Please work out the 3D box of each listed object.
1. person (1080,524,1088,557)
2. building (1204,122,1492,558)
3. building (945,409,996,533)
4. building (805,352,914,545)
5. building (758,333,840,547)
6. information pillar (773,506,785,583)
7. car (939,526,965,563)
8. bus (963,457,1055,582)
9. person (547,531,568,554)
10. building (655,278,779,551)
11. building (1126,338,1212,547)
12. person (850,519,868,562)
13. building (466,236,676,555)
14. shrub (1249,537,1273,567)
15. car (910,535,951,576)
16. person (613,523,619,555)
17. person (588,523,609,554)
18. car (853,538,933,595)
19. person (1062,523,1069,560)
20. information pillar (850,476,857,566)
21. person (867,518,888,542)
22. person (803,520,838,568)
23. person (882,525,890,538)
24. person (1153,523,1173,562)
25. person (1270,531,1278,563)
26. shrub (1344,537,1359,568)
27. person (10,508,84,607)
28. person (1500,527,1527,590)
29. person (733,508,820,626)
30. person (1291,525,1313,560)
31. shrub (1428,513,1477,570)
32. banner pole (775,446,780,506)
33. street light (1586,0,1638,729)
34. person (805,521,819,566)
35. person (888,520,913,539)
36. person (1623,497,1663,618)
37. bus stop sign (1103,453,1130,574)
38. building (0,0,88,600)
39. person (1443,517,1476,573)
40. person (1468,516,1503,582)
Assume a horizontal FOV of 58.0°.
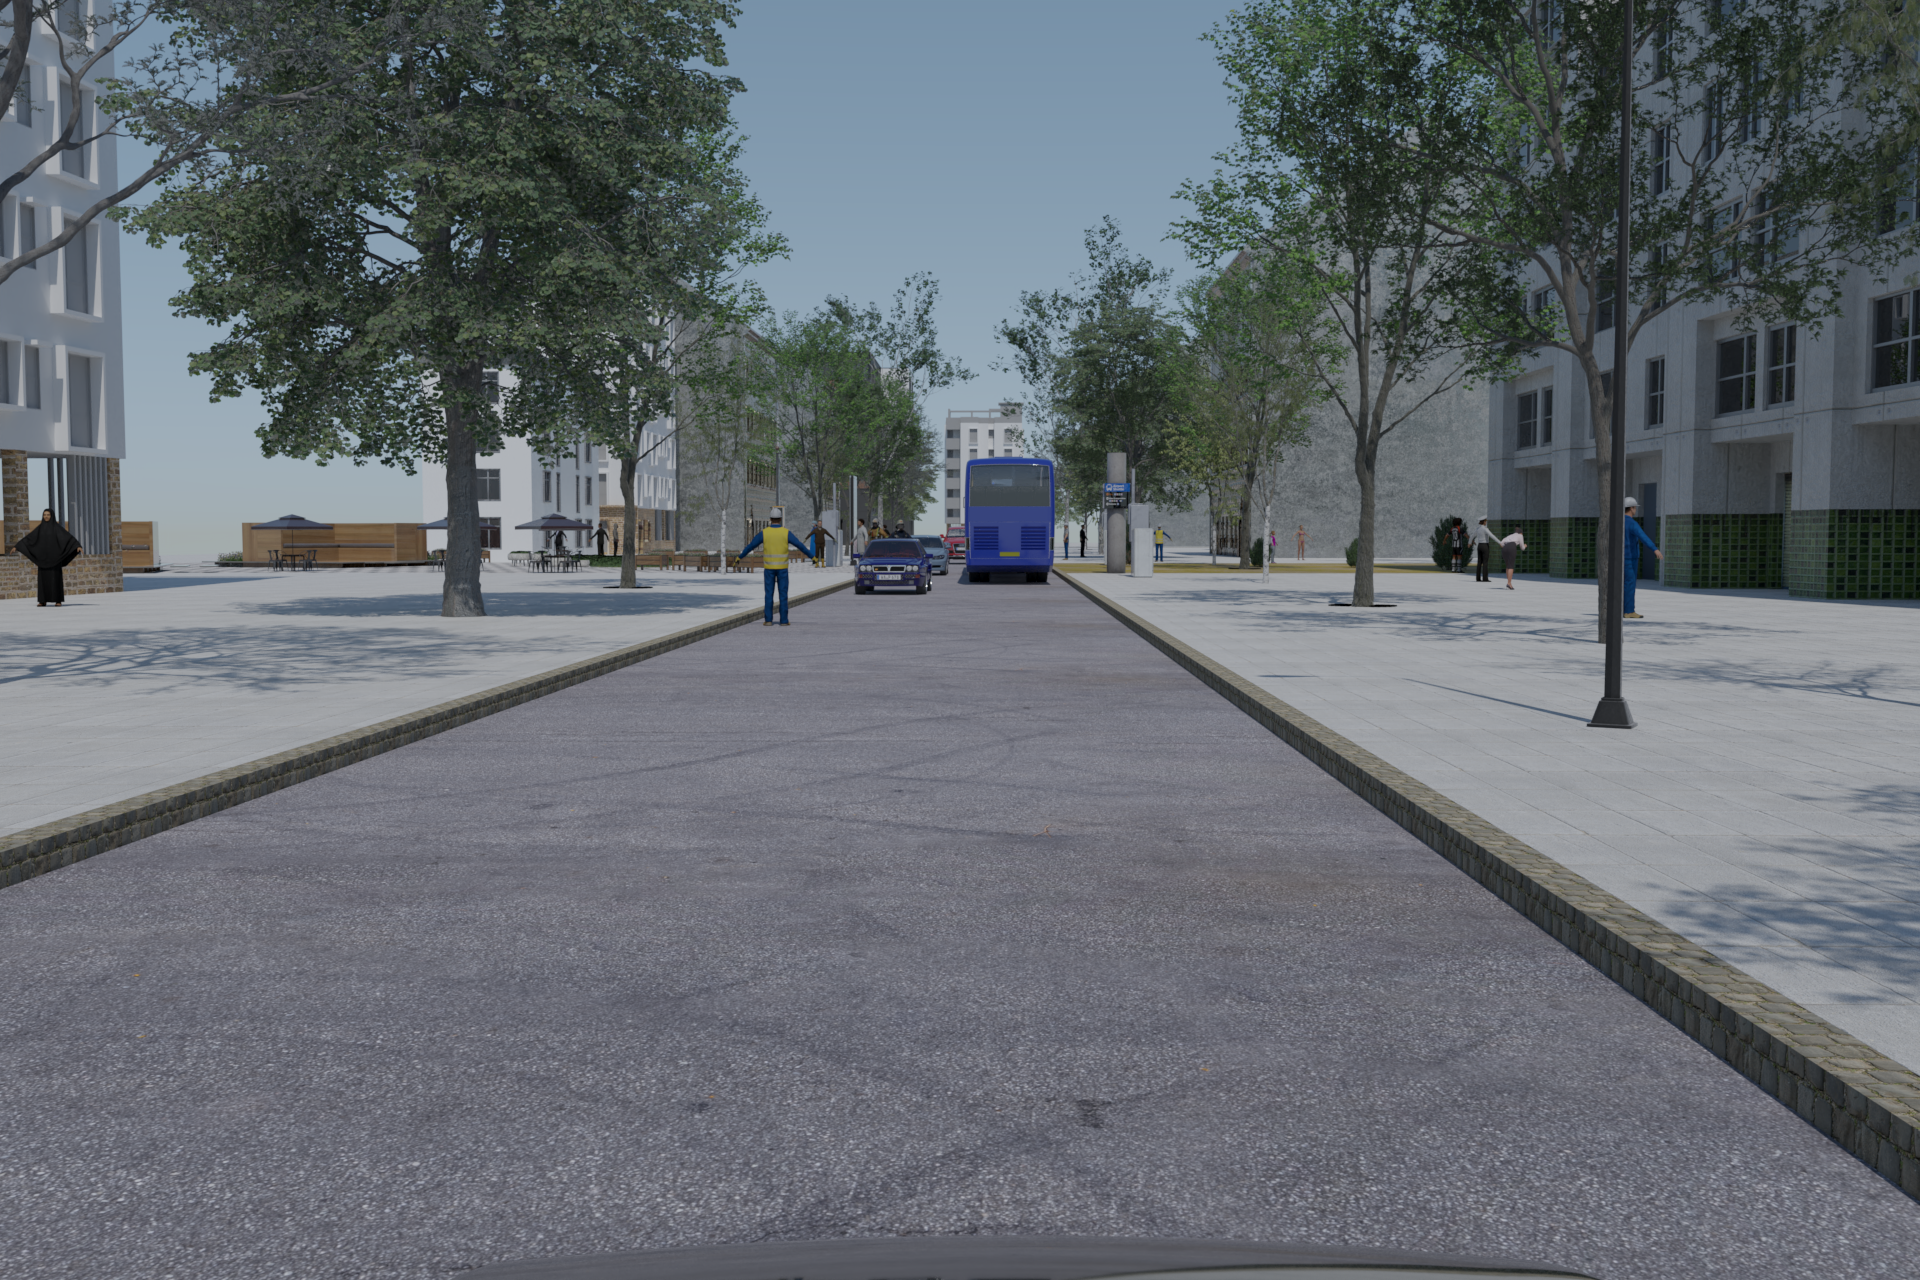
[{"bbox_3d":[6.821,-5.500,95.866,0.705,1.837,1.347,1,4,20],"label":"person"},{"bbox_3d":[24.894,-16.473,100.268,19.493,23.208,18.063,0,4,2],"label":"building"},{"bbox_3d":[-1.776,-24.042,251.971,11.380,20.090,16.016,0,4,-6],"label":"building"},{"bbox_3d":[-20.229,-22.422,210.569,27.936,21.610,32.646,0,4,1],"label":"building"},{"bbox_3d":[-22.714,-21.415,181.064,19.493,23.208,18.063,0,4,1],"label":"building"},{"bbox_3d":[-4.789,-2.530,45.862,0.304,2.012,0.304,0,4,0],"label":"information pillar"},{"bbox_3d":[0.165,-4.581,83.565,2.281,1.827,5.304,0,4,1],"label":"car"},{"bbox_3d":[1.473,-3.841,54.355,2.896,3.916,12.251,0,4,1],"label":"bus"},{"bbox_3d":[-18.743,-4.523,80.670,1.216,1.740,0.721,2,4,28],"label":"person"},{"bbox_3d":[-24.775,-18.674,136.253,19.493,23.208,18.063,0,4,2],"label":"building"},{"bbox_3d":[27.154,-21.515,182.691,19.493,23.208,18.063,0,4,1],"label":"building"},{"bbox_3d":[-3.417,-3.259,59.469,0.705,1.806,1.347,-2,4,-26],"label":"person"},{"bbox_3d":[-25.426,-15.512,110.046,16.016,20.090,11.380,0,4,1],"label":"building"},{"bbox_3d":[11.679,-3.437,67.308,1.383,1.207,1.383,0,3,0],"label":"shrub"},{"bbox_3d":[-1.296,-3.016,61.318,2.014,1.417,4.499,0,4,1],"label":"car"},{"bbox_3d":[-16.906,-4.837,85.212,0.705,1.813,1.348,-1,4,-9],"label":"person"},{"bbox_3d":[-17.076,-4.644,82.158,0.704,1.802,1.346,2,4,32],"label":"person"},{"bbox_3d":[-1.602,-1.816,42.278,1.945,1.354,3.894,0,4,2],"label":"car"},{"bbox_3d":[5.225,-4.884,85.713,0.705,1.847,1.347,0,4,4],"label":"person"},{"bbox_3d":[-4.332,-4.840,70.444,0.184,3.620,1.656,0,4,1],"label":"information pillar"},{"bbox_3d":[-3.069,-3.495,62.911,1.354,1.858,0.705,2,4,25],"label":"person"},{"bbox_3d":[-5.329,-3.657,65.924,1.346,1.812,0.704,-1,4,-13],"label":"person"},{"bbox_3d":[-4.196,-5.504,96.183,0.705,1.806,1.347,3,4,38],"label":"person"},{"bbox_3d":[9.168,-4.478,79.681,1.216,1.772,0.721,0,4,6],"label":"person"},{"bbox_3d":[13.797,-4.079,75.950,0.599,1.433,0.991,1,4,23],"label":"person"},{"bbox_3d":[15.058,-3.333,65.618,1.383,1.207,1.383,0,3,0],"label":"shrub"},{"bbox_3d":[-16.048,-1.449,30.473,1.214,1.737,0.721,0,4,-7],"label":"person"},{"bbox_3d":[12.796,-1.880,39.977,0.628,1.438,0.799,1,4,11],"label":"person"},{"bbox_3d":[-2.872,-1.140,27.061,1.349,1.833,0.705,0,4,-4],"label":"person"},{"bbox_3d":[16.703,-4.758,84.592,1.217,1.733,0.721,-1,4,-18],"label":"person"},{"bbox_3d":[17.497,-3.495,61.555,1.690,2.028,1.600,0,3,0],"label":"shrub"},{"bbox_3d":[-5.197,-3.644,49.604,0.401,3.779,0.863,0,4,1],"label":"banner pole"},{"bbox_3d":[4.895,-2.374,11.361,1.470,5.913,1.316,0,4,1],"label":"street light"},{"bbox_3d":[-5.873,-3.890,69.721,0.704,1.817,1.347,-2,4,-35],"label":"person"},{"bbox_3d":[-1.777,-2.661,51.748,1.354,1.856,0.705,-1,4,-14],"label":"person"},{"bbox_3d":[10.226,-1.259,26.471,0.705,1.842,1.347,-1,4,-14],"label":"person"},{"bbox_3d":[5.081,-4.113,56.263,0.837,3.901,0.837,0,4,1],"label":"bus stop sign"},{"bbox_3d":[-23.789,-10.302,24.865,16.016,20.090,11.380,0,4,2],"label":"building"},{"bbox_3d":[16.391,-3.110,56.997,0.704,1.843,1.345,-2,4,-34],"label":"person"},{"bbox_3d":[14.049,-2.440,46.351,0.721,1.778,1.216,-2,4,-30],"label":"person"}]
